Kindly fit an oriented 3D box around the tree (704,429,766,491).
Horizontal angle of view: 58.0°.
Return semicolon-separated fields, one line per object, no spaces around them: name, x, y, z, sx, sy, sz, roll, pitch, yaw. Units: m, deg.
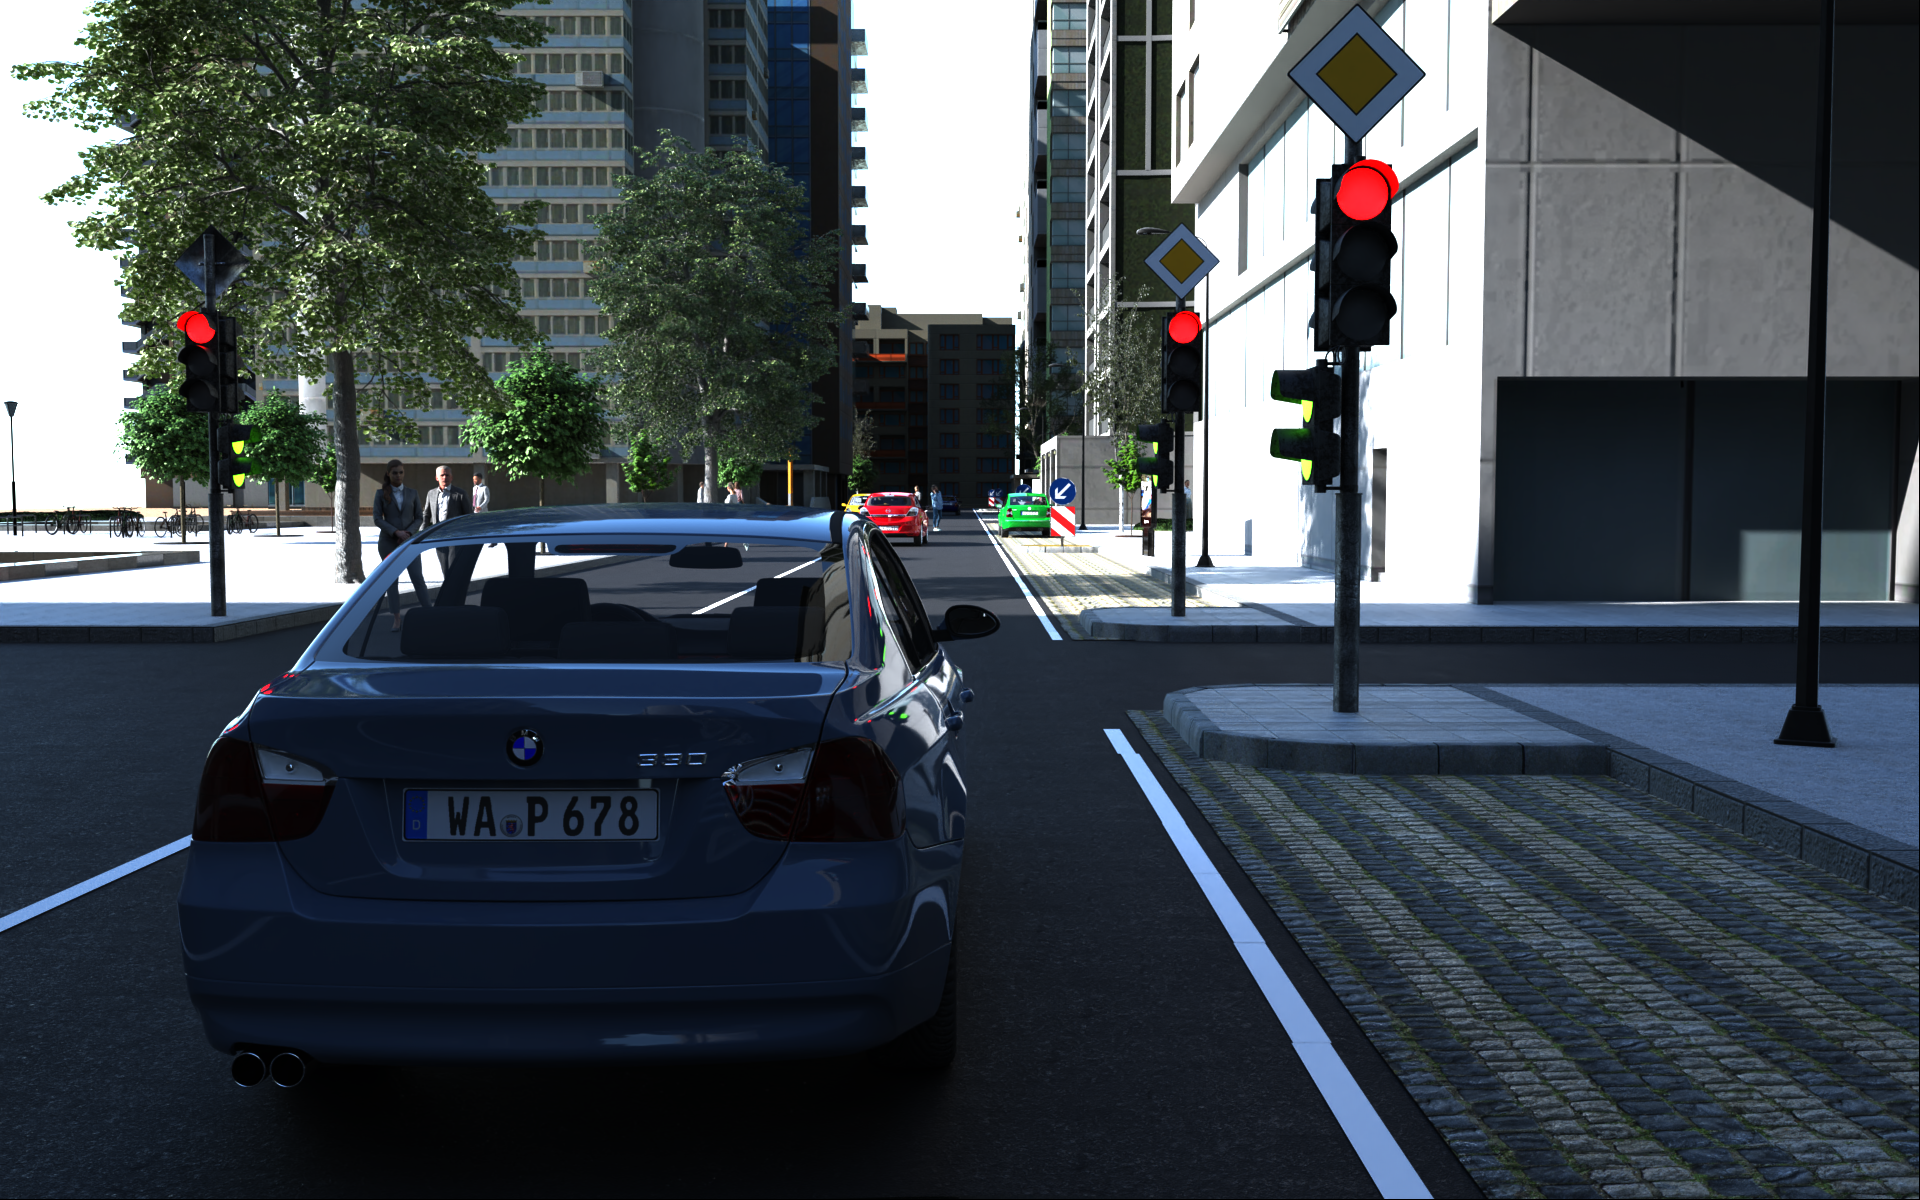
tree;-11.311;-6.364;87.761;4.285;4.588;4.351;0;3;0

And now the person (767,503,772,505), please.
person;-6.138;-2.517;55.158;1.012;1.151;0.738;2;4;32

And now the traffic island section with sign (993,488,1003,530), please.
traffic island section with sign;2.442;-3.739;69.767;1.989;1.847;2.006;0;3;0

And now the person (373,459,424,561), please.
person;-5.762;-0.562;17.966;0.520;1.790;0.573;-3;5;-44

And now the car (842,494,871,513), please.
car;-4.236;-4.116;77.512;2.015;1.641;3.980;0;4;1

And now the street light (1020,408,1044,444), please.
street light;3.923;-7.382;93.243;1.470;5.913;1.316;0;3;0

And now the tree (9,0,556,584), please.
tree;-9.066;-6.492;24.274;7.486;12.596;7.792;0;3;0

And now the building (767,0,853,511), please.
building;-15.114;-28.999;124.248;14.600;45.320;14.200;0;3;0

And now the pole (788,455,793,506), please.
pole;-7.609;-5.132;77.752;0.158;3.312;0.155;0;3;0

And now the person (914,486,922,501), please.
person;-1.952;-4.096;75.736;0.520;1.790;0.573;3;4;37

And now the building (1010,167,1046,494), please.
building;20.797;-28.406;156.324;32.217;40.220;23.993;0;3;0

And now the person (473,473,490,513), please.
person;-11.457;-2.148;41.434;0.678;1.792;0.850;3;4;37

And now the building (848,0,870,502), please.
building;-23.736;-32.857;156.819;30.456;49.044;23.786;0;3;0

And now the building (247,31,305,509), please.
building;-49.762;-32.662;157.723;21.600;48.544;21.300;0;3;0

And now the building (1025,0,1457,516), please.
building;18.786;-33.089;130.250;28.713;52.752;27.495;0;3;0

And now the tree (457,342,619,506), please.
tree;-8.772;-3.238;36.656;4.285;4.588;4.351;0;3;0

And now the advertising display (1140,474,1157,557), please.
advertising display;3.894;-1.868;35.755;0.123;1.923;0.974;0;4;-7

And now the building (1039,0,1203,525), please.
building;14.242;-38.934;74.825;20.563;71.187;20.611;0;3;0

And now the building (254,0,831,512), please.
building;-24.561;-25.278;105.180;32.217;40.220;23.993;0;3;0

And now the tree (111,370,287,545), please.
tree;-19.946;-3.723;44.581;4.285;4.588;4.351;0;3;0

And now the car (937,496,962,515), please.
car;-0.859;-6.434;117.770;1.945;1.354;3.894;0;4;2

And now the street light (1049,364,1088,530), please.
street light;3.863;-5.462;61.843;1.470;5.913;1.316;0;3;0

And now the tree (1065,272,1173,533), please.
tree;5.399;-6.524;57.027;4.360;8.622;3.978;0;3;0

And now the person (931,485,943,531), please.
person;-0.908;-3.589;67.449;0.793;1.790;0.793;1;4;9

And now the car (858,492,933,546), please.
car;-1.871;-2.452;49.123;2.155;1.783;4.494;0;4;2

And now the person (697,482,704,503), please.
person;-10.802;-4.088;73.074;0.583;1.804;0.606;-1;4;-14

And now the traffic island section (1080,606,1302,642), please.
traffic island section;2.318;0.249;18.214;2.009;0.180;2.903;0;3;0

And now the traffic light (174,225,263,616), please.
traffic light;-7.783;-1.785;18.106;0.839;4.253;0.868;0;3;0

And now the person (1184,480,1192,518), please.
person;8.277;-3.507;63.602;0.478;1.798;0.641;-2;4;-23

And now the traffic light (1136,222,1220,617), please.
traffic light;2.278;-1.785;18.100;0.839;4.253;0.868;0;3;0

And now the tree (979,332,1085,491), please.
tree;4.808;-10.059;98.869;8.767;10.594;7.601;1;4;15

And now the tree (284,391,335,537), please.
tree;-20.555;-4.197;52.335;4.285;4.588;4.351;0;3;0

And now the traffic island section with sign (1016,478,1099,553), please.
traffic island section with sign;2.385;-2.091;42.812;1.989;1.847;2.006;0;3;0

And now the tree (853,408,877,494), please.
tree;-8.610;-11.772;142.828;4.360;8.622;3.978;0;3;0

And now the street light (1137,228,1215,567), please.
street light;3.778;-3.536;30.352;1.470;5.913;1.316;0;3;0

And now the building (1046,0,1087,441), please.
building;12.427;-26.049;109.500;14.154;41.232;14.086;0;3;0

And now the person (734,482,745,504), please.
person;-8.469;-3.642;66.187;0.593;1.750;0.643;0;4;4

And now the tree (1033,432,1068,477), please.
tree;5.428;-6.486;89.757;4.285;4.588;4.351;0;3;0

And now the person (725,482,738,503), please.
person;-5.612;-2.055;42.851;0.760;1.731;0.466;-1;4;-18

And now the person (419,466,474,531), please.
person;-6.252;-0.746;21.087;0.661;1.777;0.834;0;4;-2

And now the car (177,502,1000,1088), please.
car;-0.864;0.391;5.615;2.014;1.417;4.499;0;3;0

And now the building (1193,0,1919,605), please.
building;18.273;-26.927;29.500;27.495;52.752;28.713;0;3;0

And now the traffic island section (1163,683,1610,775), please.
traffic island section;2.300;0.737;10.229;2.009;0.180;2.903;0;3;0

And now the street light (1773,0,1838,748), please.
street light;3.820;-2.215;8.761;1.470;5.913;1.316;0;3;0

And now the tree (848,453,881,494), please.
tree;-7.981;-9.377;137.030;4.285;4.588;4.351;0;3;0

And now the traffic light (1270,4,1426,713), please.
traffic light;2.260;-1.296;10.115;0.839;4.253;0.868;0;3;0

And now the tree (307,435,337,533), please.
tree;-20.648;-3.829;57.199;1.663;3.219;1.824;0;3;0

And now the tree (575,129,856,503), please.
tree;-8.774;-9.475;61.573;9.857;13.997;8.962;0;3;0

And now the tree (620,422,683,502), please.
tree;-8.562;-3.183;46.651;1.663;3.219;1.824;0;3;0

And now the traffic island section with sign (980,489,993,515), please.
traffic island section with sign;2.554;-6.837;120.406;1.989;1.847;2.006;0;3;0

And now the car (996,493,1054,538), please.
car;2.208;-3.009;57.996;1.959;1.807;4.718;0;4;-1

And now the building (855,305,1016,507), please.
building;-8.748;-21.123;190.394;28.899;21.520;27.650;0;3;0

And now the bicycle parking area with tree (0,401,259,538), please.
bicycle parking area with tree;-26.720;-4.065;53.464;8.231;4.147;9.016;1;4;12

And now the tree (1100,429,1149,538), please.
tree;4.972;-3.476;51.438;1.663;3.219;1.824;0;3;0

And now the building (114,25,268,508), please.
building;-68.162;-31.307;161.976;14.200;45.320;14.600;0;3;0
